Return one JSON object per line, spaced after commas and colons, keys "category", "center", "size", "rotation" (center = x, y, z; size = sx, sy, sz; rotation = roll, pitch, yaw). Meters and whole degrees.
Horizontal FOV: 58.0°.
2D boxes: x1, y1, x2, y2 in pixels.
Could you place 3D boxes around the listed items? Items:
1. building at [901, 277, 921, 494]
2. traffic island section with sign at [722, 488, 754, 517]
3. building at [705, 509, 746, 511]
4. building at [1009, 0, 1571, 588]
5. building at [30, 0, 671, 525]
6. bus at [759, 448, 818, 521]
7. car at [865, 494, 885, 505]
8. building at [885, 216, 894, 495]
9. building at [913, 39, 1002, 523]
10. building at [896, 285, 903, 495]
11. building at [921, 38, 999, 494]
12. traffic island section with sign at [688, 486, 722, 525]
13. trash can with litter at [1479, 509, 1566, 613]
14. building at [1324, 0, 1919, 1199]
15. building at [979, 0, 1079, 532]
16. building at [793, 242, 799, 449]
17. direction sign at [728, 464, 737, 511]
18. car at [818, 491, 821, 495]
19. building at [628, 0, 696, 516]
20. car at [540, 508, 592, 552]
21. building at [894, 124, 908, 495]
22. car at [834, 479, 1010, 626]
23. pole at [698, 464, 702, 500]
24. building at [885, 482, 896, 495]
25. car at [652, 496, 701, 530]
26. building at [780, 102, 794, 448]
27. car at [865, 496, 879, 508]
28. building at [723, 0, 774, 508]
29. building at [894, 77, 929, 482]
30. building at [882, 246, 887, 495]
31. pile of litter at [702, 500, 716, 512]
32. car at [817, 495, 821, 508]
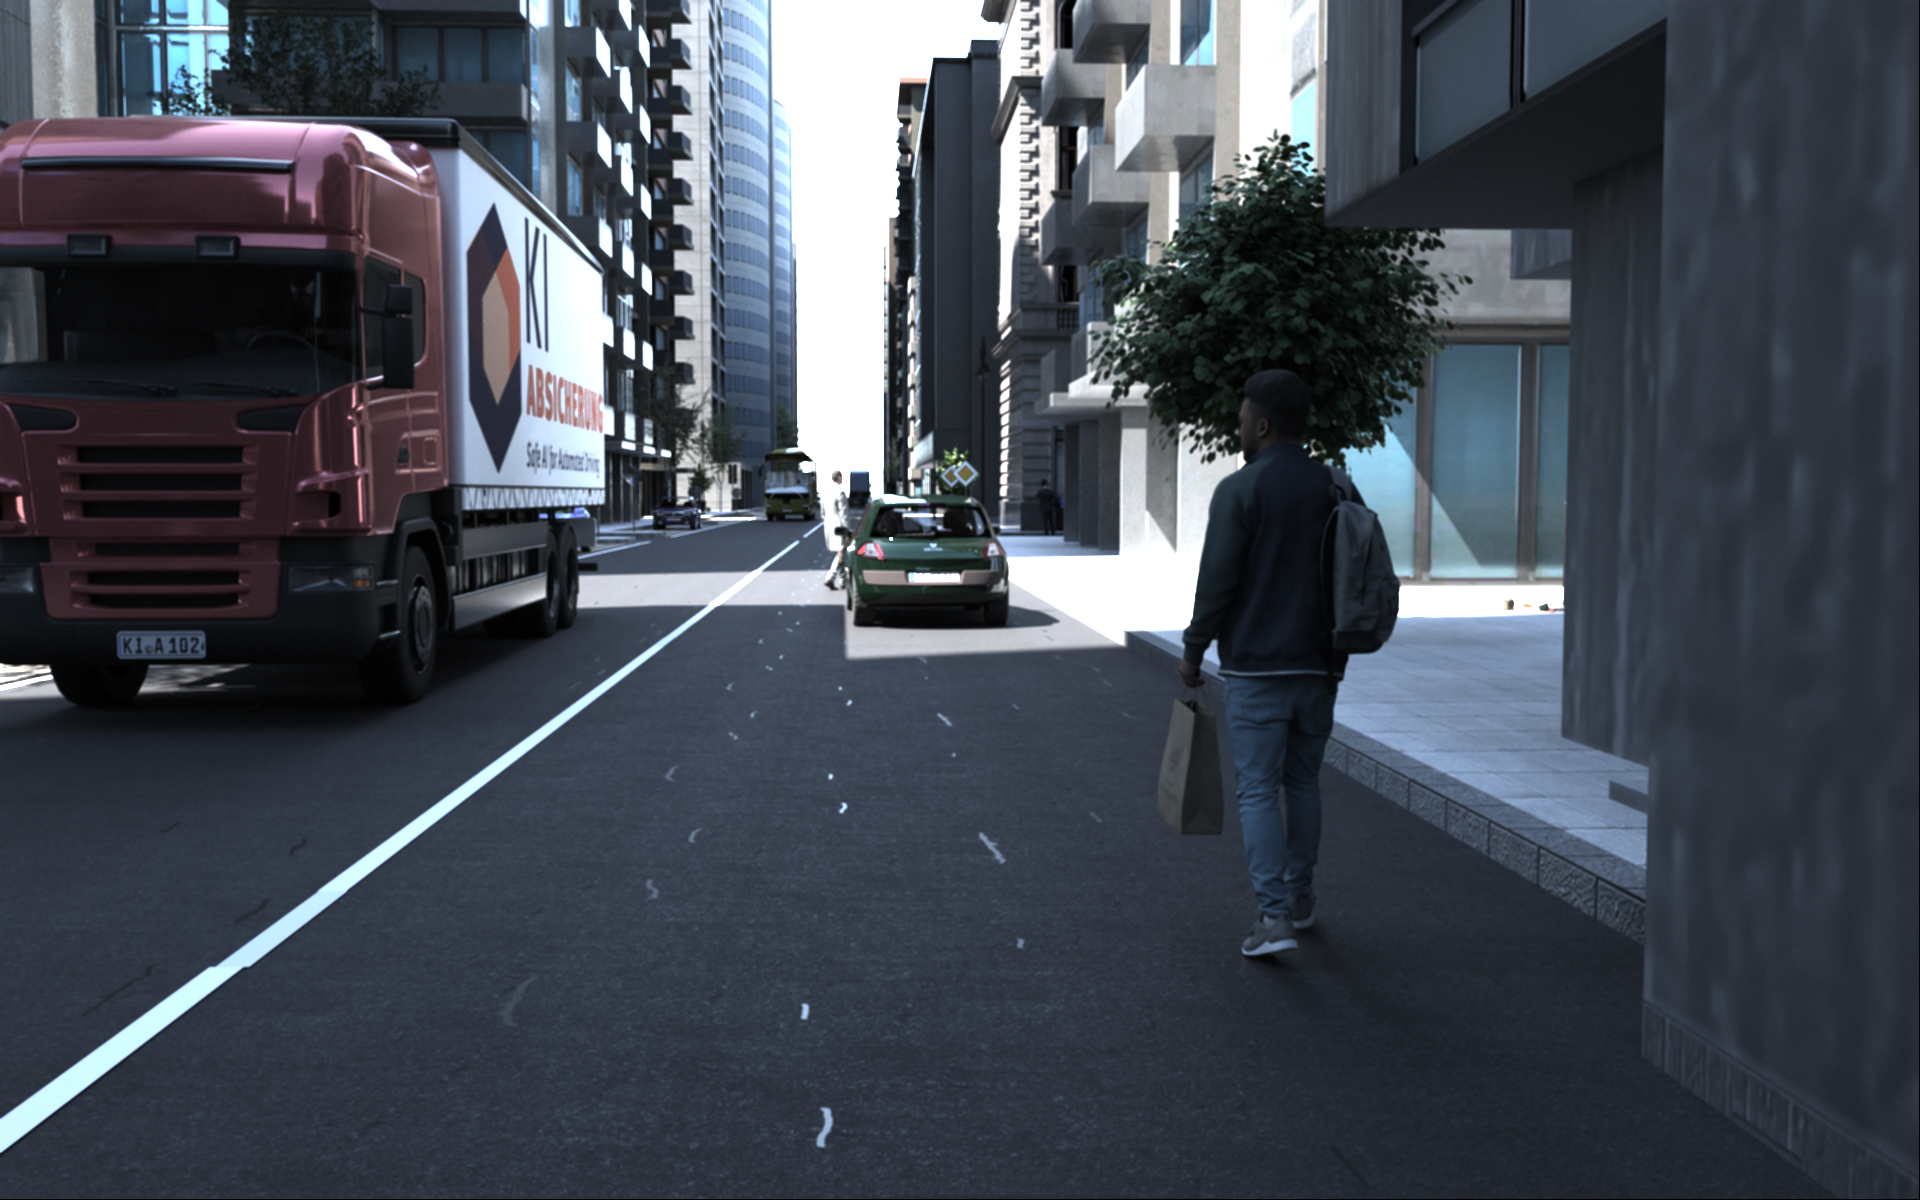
{"category": "building", "center": [9.007, -18.838, 153.036], "size": [27.650, 21.520, 28.899], "rotation": [0, 4, -3]}
{"category": "traffic island section with sign", "center": [-13.868, -6.079, 108.025], "size": [1.989, 1.847, 2.006], "rotation": [0, 4, -3]}
{"category": "building", "center": [-27.822, -43.061, 142.305], "size": [20.563, 71.187, 20.611], "rotation": [0, 4, -3]}
{"category": "building", "center": [13.591, -25.439, 35.541], "size": [23.786, 49.044, 30.456], "rotation": [0, 4, -3]}
{"category": "building", "center": [-25.014, -27.620, 71.198], "size": [23.786, 49.044, 30.456], "rotation": [0, 4, -3]}
{"category": "bus", "center": [-9.418, -6.450, 97.006], "size": [2.896, 3.916, 12.252], "rotation": [0, 4, -3]}
{"category": "car", "center": [-5.795, -6.819, 123.500], "size": [2.014, 1.417, 4.499], "rotation": [0, 4, -3]}
{"category": "building", "center": [-4.392, -37.977, 271.034], "size": [14.600, 45.320, 14.200], "rotation": [0, 4, -3]}
{"category": "building", "center": [5.133, -16.563, 89.872], "size": [14.314, 24.678, 30.058], "rotation": [0, 4, -3]}
{"category": "building", "center": [-1.587, -28.204, 232.842], "size": [14.160, 30.474, 14.107], "rotation": [0, 4, -3]}
{"category": "building", "center": [3.166, -20.920, 119.529], "size": [11.434, 29.767, 29.804], "rotation": [0, 4, -3]}
{"category": "traffic island section with sign", "center": [-12.293, -4.402, 80.594], "size": [1.989, 1.847, 2.006], "rotation": [0, 4, -3]}
{"category": "trash can with litter", "center": [6.580, -0.506, 19.325], "size": [2.233, 1.210, 1.678], "rotation": [-2, 4, -26]}
{"category": "building", "center": [8.649, -19.672, 5.236], "size": [14.154, 41.232, 14.086], "rotation": [0, 4, -3]}
{"category": "building", "center": [11.024, -14.370, 63.828], "size": [19.941, 23.489, 11.050], "rotation": [0, 4, -3]}
{"category": "building", "center": [-32.732, -36.037, 272.802], "size": [14.154, 41.232, 14.086], "rotation": [0, 4, -3]}
{"category": "direction sign", "center": [-17.317, -8.564, 132.010], "size": [0.379, 3.537, 0.876], "rotation": [3, 4, 37]}
{"category": "car", "center": [-16.295, -12.118, 206.794], "size": [2.281, 1.827, 5.304], "rotation": [0, 4, -4]}
{"category": "building", "center": [-28.585, -27.777, 108.778], "size": [22.147, 44.769, 28.867], "rotation": [0, 4, -3]}
{"category": "car", "center": [-9.845, -1.936, 41.247], "size": [1.945, 1.707, 3.694], "rotation": [0, 4, -3]}
{"category": "building", "center": [0.051, -33.814, 202.972], "size": [14.600, 45.320, 14.200], "rotation": [0, 4, -3]}
{"category": "car", "center": [-0.455, -0.640, 20.252], "size": [2.009, 1.686, 4.222], "rotation": [0, 4, -5]}
{"category": "pole", "center": [-17.559, -7.526, 116.887], "size": [0.158, 3.312, 0.155], "rotation": [0, 3, 0]}
{"category": "building", "center": [5.252, -34.282, 252.395], "size": [32.217, 40.220, 23.993], "rotation": [0, 4, -3]}
{"category": "car", "center": [-11.472, -3.533, 70.337], "size": [1.945, 1.354, 3.894], "rotation": [0, 4, -4]}
{"category": "building", "center": [-35.179, -43.363, 250.976], "size": [21.231, 58.520, 28.212], "rotation": [0, 4, -3]}
{"category": "car", "center": [-5.164, -6.078, 111.958], "size": [1.945, 1.354, 3.894], "rotation": [0, 4, -1]}
{"category": "building", "center": [-29.118, -38.255, 167.468], "size": [21.231, 58.520, 28.212], "rotation": [0, 4, -3]}
{"category": "building", "center": [4.332, -32.219, 181.398], "size": [22.147, 44.769, 28.867], "rotation": [0, 4, -3]}
{"category": "building", "center": [-5.828, -36.861, 286.275], "size": [14.154, 41.232, 14.086], "rotation": [0, 4, -3]}
{"category": "pile of litter", "center": [-18.749, -6.910, 126.948], "size": [1.719, 0.858, 1.176], "rotation": [0, 4, -4]}
{"category": "car", "center": [-12.761, -8.570, 152.694], "size": [1.945, 1.354, 3.894], "rotation": [0, 4, -4]}
